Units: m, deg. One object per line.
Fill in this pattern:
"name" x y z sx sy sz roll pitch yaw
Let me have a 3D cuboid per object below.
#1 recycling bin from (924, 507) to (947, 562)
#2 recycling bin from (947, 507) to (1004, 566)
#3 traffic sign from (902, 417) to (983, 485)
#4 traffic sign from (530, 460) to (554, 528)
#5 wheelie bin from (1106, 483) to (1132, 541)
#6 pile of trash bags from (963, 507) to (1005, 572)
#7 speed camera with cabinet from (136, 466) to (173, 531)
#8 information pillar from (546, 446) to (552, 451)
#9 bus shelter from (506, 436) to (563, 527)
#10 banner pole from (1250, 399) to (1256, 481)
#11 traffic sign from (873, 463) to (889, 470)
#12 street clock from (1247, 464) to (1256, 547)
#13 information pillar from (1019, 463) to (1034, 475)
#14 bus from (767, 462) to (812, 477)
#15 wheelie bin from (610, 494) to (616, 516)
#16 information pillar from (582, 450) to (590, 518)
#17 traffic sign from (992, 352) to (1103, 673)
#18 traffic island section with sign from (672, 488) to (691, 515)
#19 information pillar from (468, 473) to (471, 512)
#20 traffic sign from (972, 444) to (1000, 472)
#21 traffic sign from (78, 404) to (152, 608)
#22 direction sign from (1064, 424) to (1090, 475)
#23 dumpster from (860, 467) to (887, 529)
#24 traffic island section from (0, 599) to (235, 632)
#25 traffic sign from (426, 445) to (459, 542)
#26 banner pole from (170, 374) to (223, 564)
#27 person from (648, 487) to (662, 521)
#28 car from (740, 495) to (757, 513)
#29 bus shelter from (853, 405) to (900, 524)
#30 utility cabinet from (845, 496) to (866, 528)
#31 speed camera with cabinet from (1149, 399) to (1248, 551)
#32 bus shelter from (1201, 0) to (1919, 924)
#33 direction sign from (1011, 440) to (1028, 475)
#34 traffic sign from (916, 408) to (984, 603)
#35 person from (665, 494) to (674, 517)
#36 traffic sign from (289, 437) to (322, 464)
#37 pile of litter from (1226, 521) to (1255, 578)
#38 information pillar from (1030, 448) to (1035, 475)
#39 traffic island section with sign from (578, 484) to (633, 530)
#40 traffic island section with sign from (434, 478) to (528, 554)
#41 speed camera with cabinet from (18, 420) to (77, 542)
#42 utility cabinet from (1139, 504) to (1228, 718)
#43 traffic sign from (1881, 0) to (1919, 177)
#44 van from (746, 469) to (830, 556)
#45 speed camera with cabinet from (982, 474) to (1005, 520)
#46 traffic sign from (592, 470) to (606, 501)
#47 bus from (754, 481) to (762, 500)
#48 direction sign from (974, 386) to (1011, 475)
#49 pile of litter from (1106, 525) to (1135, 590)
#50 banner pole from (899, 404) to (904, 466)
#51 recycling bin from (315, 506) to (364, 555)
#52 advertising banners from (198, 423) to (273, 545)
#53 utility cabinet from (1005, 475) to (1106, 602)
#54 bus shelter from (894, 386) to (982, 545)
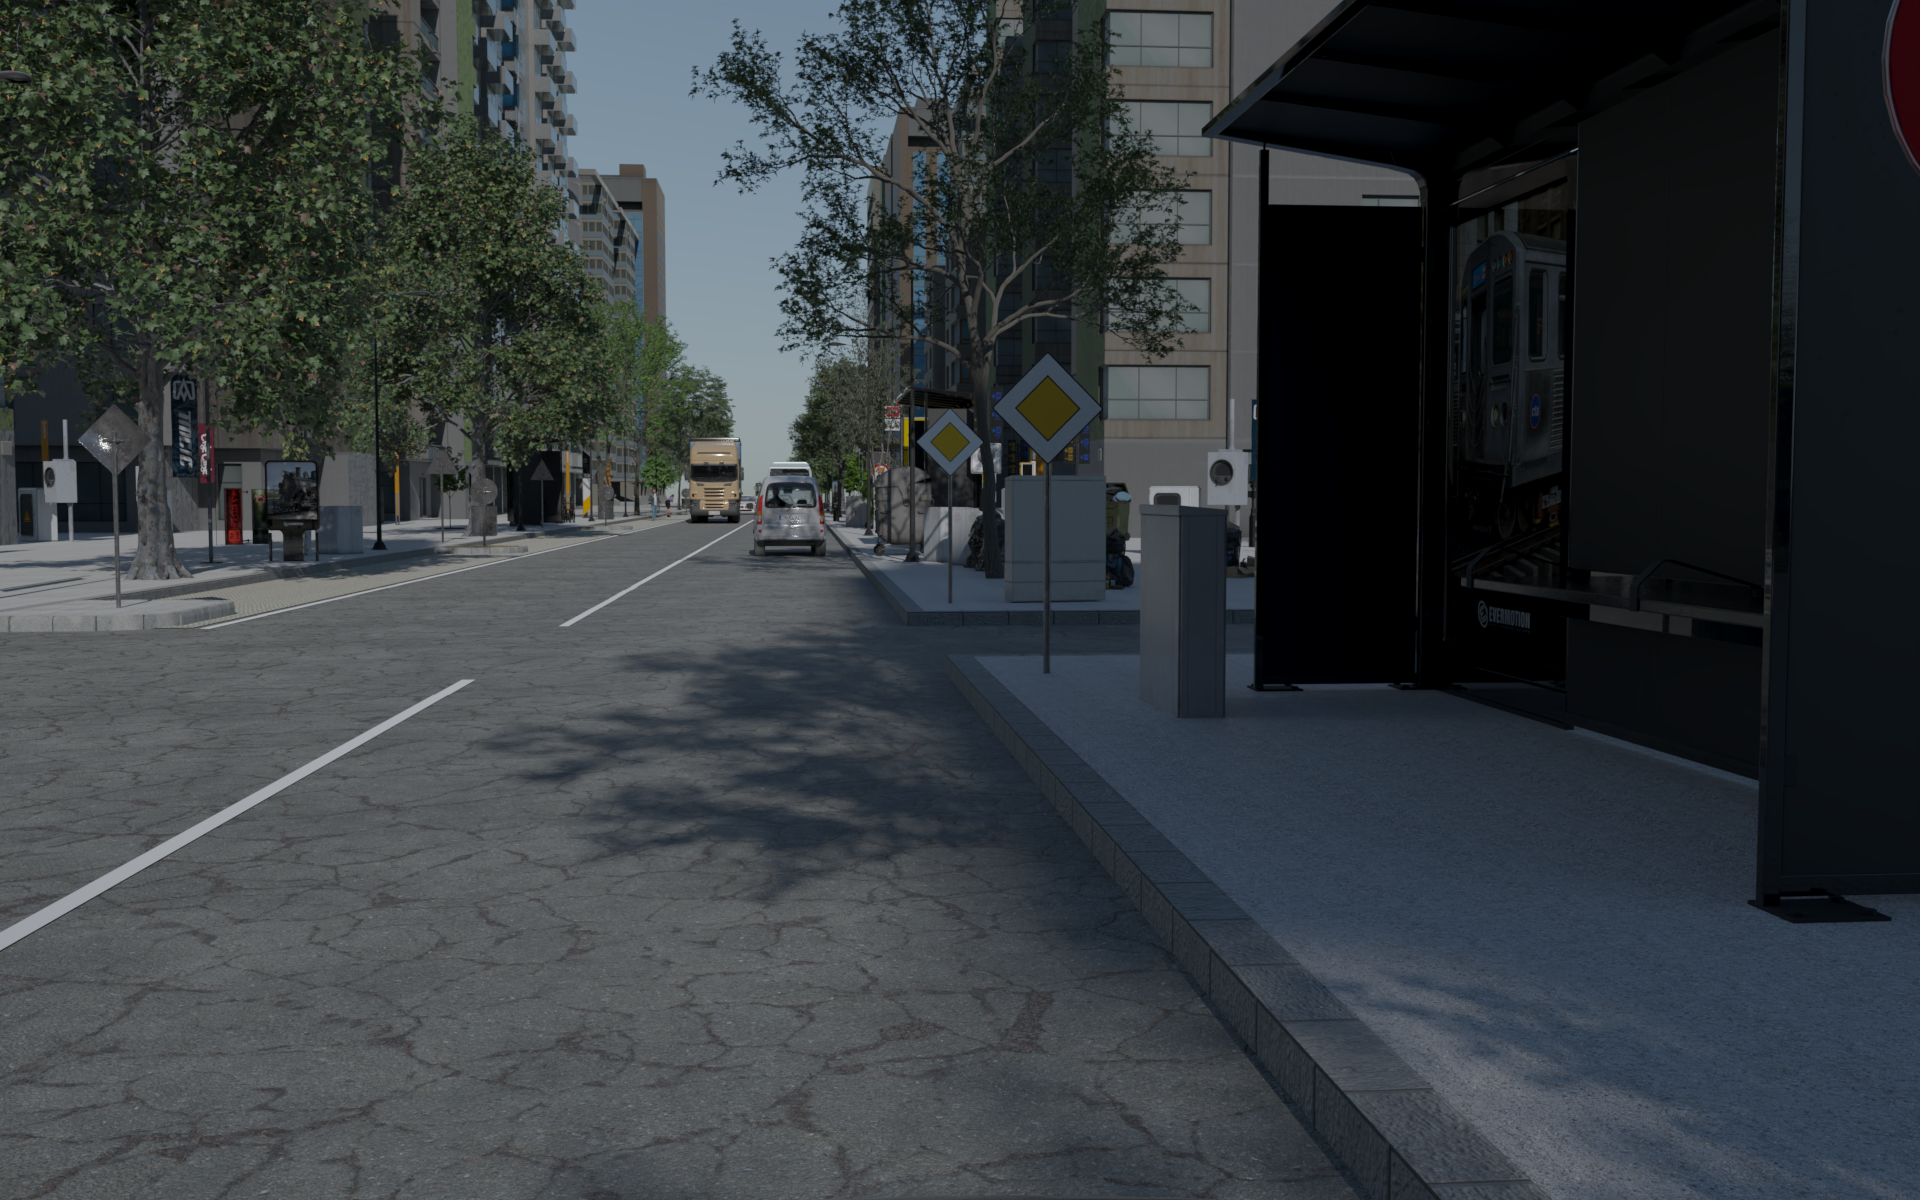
"recycling bin" -0.218 -1.246 32.919 0.722 1.027 0.722 -2 4 -31
"recycling bin" 0.308 -1.145 31.280 0.722 1.027 0.722 3 4 36
"traffic sign" -0.390 -3.170 45.696 2.265 3.308 0.079 0 4 3
"traffic sign" -15.853 -4.018 65.694 0.884 2.594 0.081 0 4 1
"wheelie bin" 4.265 -2.414 47.372 0.980 1.594 0.693 3 4 36
"pile of trash bags" 1.106 -1.176 28.978 1.912 1.369 3.447 0 4 -5
"speed camera with cabinet" -25.665 -3.718 55.127 0.660 3.252 2.038 -1 4 -11
"information pillar" -19.770 -5.613 83.122 0.504 3.616 0.183 -1 4 -17
"bus shelter" -17.355 -4.910 71.567 1.731 3.624 6.357 0 4 -5
"banner pole" 7.133 -3.064 40.118 0.863 3.779 0.401 1 4 22
"traffic sign" -3.243 -4.352 71.264 0.768 2.556 0.104 0 4 4
"street clock" 7.073 -2.277 41.797 0.358 2.002 0.471 0 4 5
"information pillar" 1.558 -2.205 40.538 0.304 2.012 0.304 0 4 -5
"bus" -10.457 -6.785 105.787 2.948 3.499 13.247 0 4 -6
"wheelie bin" -19.072 -5.247 93.691 0.980 1.594 0.693 1 4 8
"information pillar" -19.896 -6.177 92.352 0.504 3.616 0.183 -2 4 -35
"traffic sign" 0.618 -0.532 12.338 0.795 2.450 0.064 0 4 -5
"traffic island section with sign" -18.650 -6.707 118.288 1.989 1.847 2.006 0 4 -5
"information pillar" -16.613 -3.352 59.296 0.304 2.012 0.304 1 4 14
"traffic sign" 0.526 -2.011 35.007 0.606 2.300 0.079 0 4 1
"traffic sign" -9.474 -0.967 19.447 0.795 2.450 0.064 0 4 -5
"direction sign" 3.022 -3.234 44.872 0.379 3.537 0.876 -3 5 -45
"dumpster" -2.890 -3.750 63.813 1.502 2.255 1.985 0 4 -5
"traffic island section" -9.497 0.170 19.506 2.009 0.180 2.903 0 4 -5
"traffic sign" -13.733 -2.808 45.920 0.884 2.594 0.081 0 4 4
"banner pole" -14.095 -2.563 31.922 0.863 3.779 0.401 -2 4 -35
"person" -16.123 -5.045 91.335 0.721 1.781 0.623 3 4 36
"car" -15.115 -6.696 121.842 2.083 1.381 4.827 0 4 -6
"bus shelter" -3.545 -6.025 76.145 2.179 5.291 8.768 0 4 -5
"utility cabinet" -4.025 -3.407 66.863 0.306 1.237 1.020 -3 4 -37
"speed camera with cabinet" 4.987 -2.570 36.351 2.038 3.252 0.660 2 4 34
"bus shelter" 2.693 -1.039 8.264 1.731 3.624 6.357 0 4 -5
"direction sign" 2.422 -4.906 72.202 0.876 3.537 0.379 -1 4 -11
"traffic sign" -0.118 -1.018 20.289 0.795 2.450 0.064 0 4 -5
"person" -17.762 -5.767 106.021 0.421 1.427 0.697 2 4 34
"traffic sign" -14.662 -2.366 38.786 0.768 2.556 0.104 0 4 2
"pile of litter" 4.299 -0.790 26.890 1.719 0.858 1.176 0 4 1
"information pillar" 2.025 -3.202 43.708 0.504 3.616 0.183 -1 4 -19
"traffic island section with sign" -14.081 -3.689 68.950 1.989 1.847 2.006 0 4 -5
"traffic island section with sign" -11.597 -2.048 42.109 1.989 1.847 2.006 0 4 -5
"speed camera with cabinet" -24.483 -3.186 46.432 2.038 3.252 0.660 2 4 35
"utility cabinet" 1.333 0.048 10.384 0.306 1.237 1.020 0 4 -7
"traffic sign" 2.269 -0.215 3.627 0.768 2.556 0.104 0 4 1
"van" -4.085 -2.095 41.265 2.013 2.044 4.112 0 4 -7
"speed camera with cabinet" 1.248 -3.369 49.426 2.038 3.252 0.660 -1 4 -22
"traffic sign" -19.404 -5.681 92.885 0.884 2.594 0.081 0 4 2
"bus" -26.856 -14.953 239.341 2.948 3.499 13.247 0 4 -5
"direction sign" 0.595 -2.742 36.826 0.379 3.537 0.876 -3 5 -42
"pile of litter" 1.809 -0.595 23.690 1.176 0.858 1.719 2 4 33
"banner pole" -1.614 -3.557 48.166 0.401 3.779 0.863 0 4 -6
"recycling bin" -13.327 -1.506 37.177 0.722 1.027 0.722 2 4 27
"advertising banners" -18.306 -2.903 43.655 0.090 3.025 2.074 2 4 34
"utility cabinet" 1.132 -0.730 20.619 1.173 1.500 0.318 -1 4 -17
"bus shelter" -0.538 -3.030 40.820 1.731 3.624 6.357 0 4 -5
